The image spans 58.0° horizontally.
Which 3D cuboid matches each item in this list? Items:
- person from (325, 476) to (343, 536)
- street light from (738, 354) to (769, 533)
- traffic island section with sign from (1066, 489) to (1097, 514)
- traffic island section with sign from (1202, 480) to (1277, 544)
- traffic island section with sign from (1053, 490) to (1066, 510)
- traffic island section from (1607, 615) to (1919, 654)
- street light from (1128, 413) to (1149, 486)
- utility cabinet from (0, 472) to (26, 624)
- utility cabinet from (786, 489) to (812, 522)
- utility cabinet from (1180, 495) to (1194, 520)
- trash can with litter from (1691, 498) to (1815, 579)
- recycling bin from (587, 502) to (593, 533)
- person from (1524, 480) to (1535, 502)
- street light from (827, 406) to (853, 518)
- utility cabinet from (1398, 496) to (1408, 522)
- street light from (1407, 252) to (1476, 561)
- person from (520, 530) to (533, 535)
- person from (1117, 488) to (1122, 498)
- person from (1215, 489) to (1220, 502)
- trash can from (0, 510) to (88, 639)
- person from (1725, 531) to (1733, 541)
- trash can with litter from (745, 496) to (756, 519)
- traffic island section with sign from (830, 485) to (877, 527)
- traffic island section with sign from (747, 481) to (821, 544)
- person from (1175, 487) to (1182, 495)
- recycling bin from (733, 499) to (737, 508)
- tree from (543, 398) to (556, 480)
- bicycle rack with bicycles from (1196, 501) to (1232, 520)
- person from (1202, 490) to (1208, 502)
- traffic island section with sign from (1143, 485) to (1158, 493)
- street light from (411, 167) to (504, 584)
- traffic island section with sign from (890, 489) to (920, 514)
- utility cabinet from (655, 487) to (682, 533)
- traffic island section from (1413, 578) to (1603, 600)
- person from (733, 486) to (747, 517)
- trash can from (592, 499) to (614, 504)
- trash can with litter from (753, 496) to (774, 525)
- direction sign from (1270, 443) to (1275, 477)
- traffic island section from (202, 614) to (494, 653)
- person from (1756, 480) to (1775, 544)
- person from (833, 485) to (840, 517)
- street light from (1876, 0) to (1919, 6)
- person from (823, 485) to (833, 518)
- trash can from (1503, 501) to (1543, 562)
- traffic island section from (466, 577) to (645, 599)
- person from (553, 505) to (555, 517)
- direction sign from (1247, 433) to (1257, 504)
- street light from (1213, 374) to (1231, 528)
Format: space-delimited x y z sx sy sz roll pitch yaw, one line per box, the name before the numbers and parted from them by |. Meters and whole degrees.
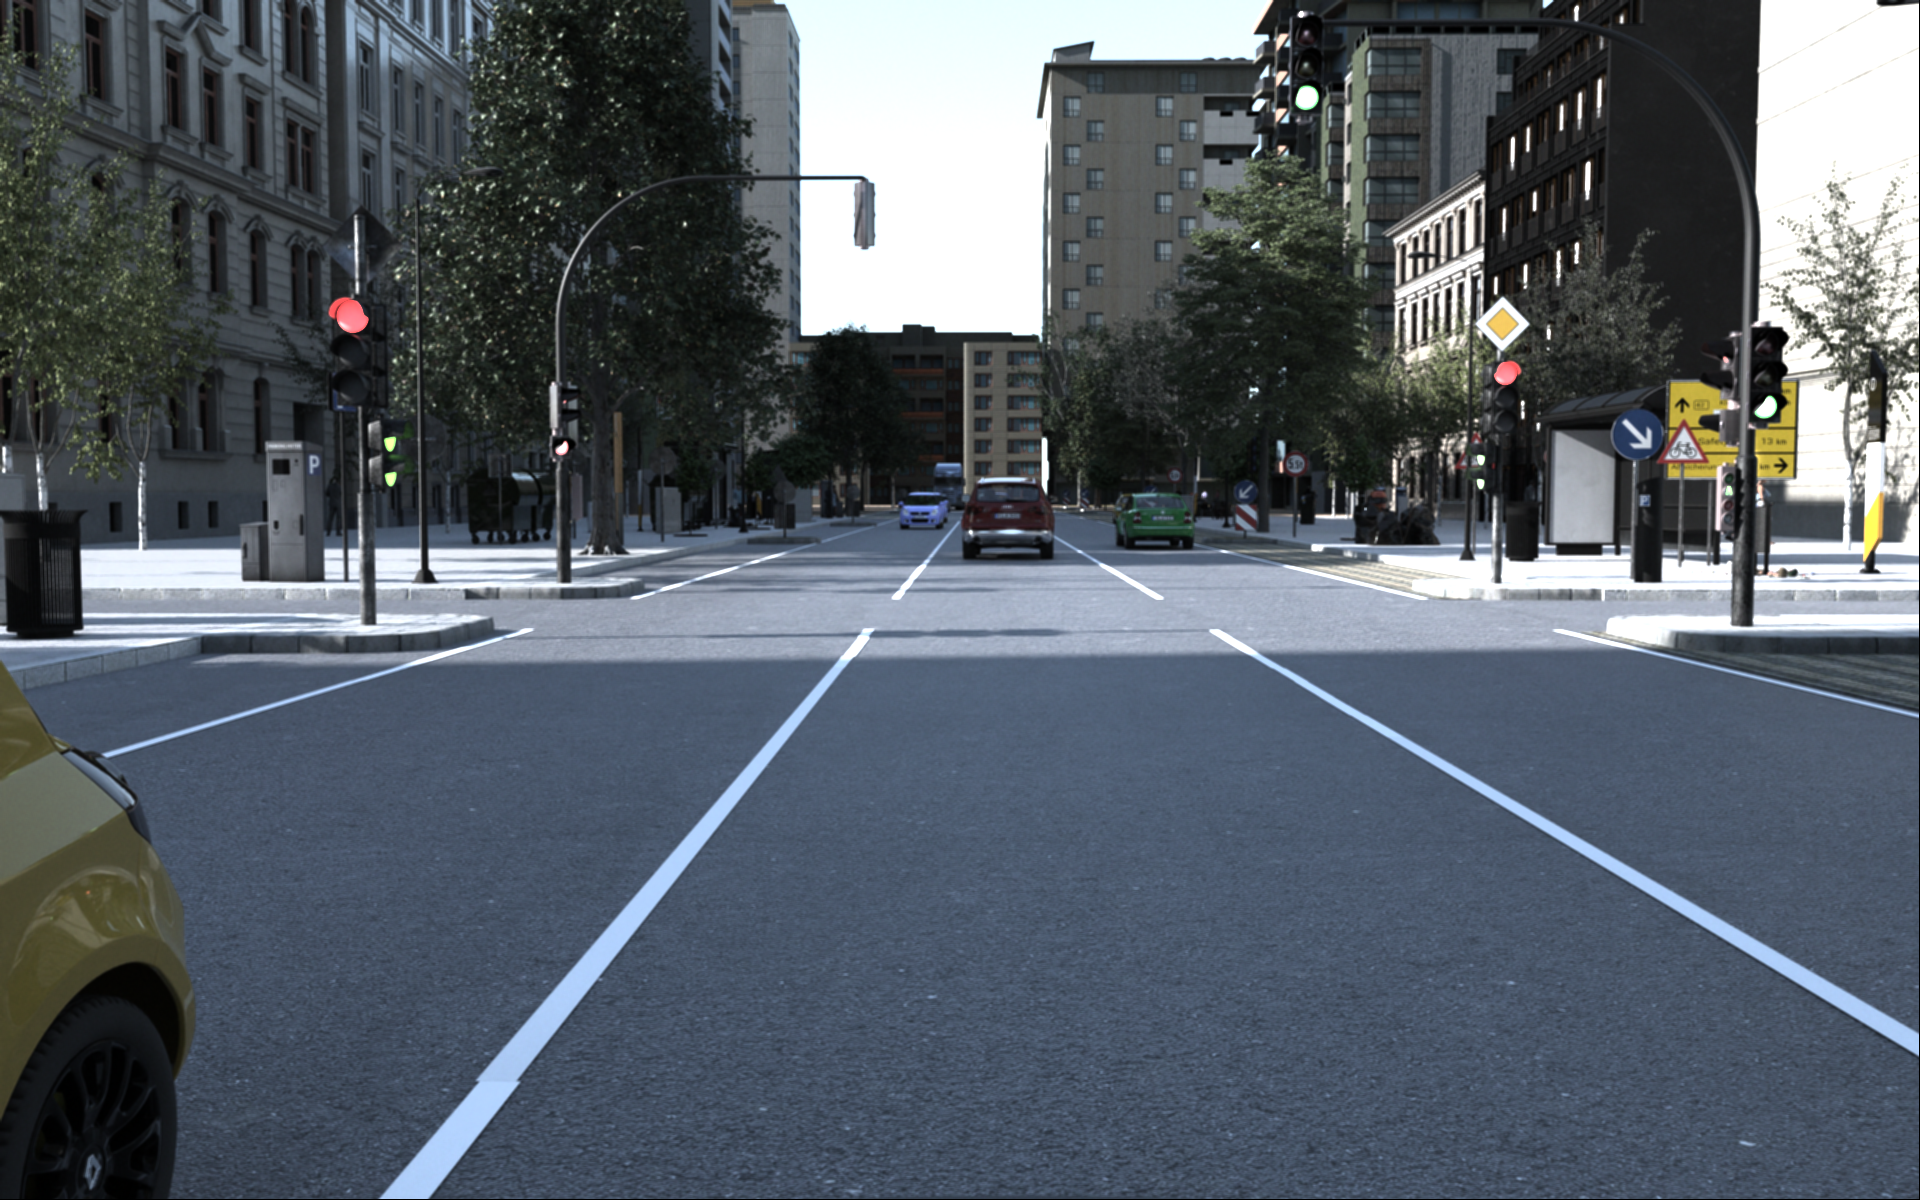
person | -19.114 -2.885 53.026 0.655 1.846 0.447 0 4 5
street light | -6.662 -5.193 57.452 1.470 5.913 1.316 0 4 1
traffic island section with sign | 9.013 -7.250 127.161 1.989 1.847 2.006 0 4 1
traffic island section with sign | 8.038 -2.534 50.055 1.989 1.847 2.006 0 4 1
traffic island section with sign | 9.371 -8.946 154.901 1.989 1.847 2.006 0 4 1
traffic island section | 7.609 0.332 16.845 2.009 0.180 2.903 0 4 1
street light | 10.176 -7.715 98.682 1.470 5.913 1.316 0 4 1
utility cabinet | -9.686 -0.526 17.275 1.173 1.500 0.318 3 5 40
utility cabinet | -7.245 -4.222 77.702 1.173 1.500 0.318 0 4 -1
utility cabinet | 10.942 -4.485 84.491 0.306 1.237 1.020 -3 5 -44
trash can with litter | 12.631 -0.989 27.230 1.678 1.210 2.233 0 4 5
recycling bin | -12.031 -2.760 57.674 0.722 1.027 0.722 -1 4 -16
person | 22.213 -3.749 67.437 0.850 1.850 0.679 0 4 5
street light | -6.305 -7.243 90.964 1.470 5.913 1.316 0 4 1
utility cabinet | 13.714 -2.597 53.621 0.306 1.237 1.020 1 4 13
street light | 9.268 -3.718 33.333 1.470 5.913 1.316 0 4 1
person | -13.651 -2.946 54.396 0.537 1.800 0.526 2 4 28
person | 15.161 -9.650 163.911 0.705 1.814 1.350 -1 4 -9
person | 25.038 -9.915 168.880 0.721 1.743 1.217 2 4 28
trash can | -8.213 -0.237 15.522 0.748 1.137 0.748 0 3 0
person | 21.282 -2.494 47.095 0.850 1.792 0.678 1 4 19
trash can with litter | -10.829 -4.791 89.716 0.624 1.170 1.055 0 4 7
traffic island section with sign | -4.736 -4.206 77.392 1.989 1.847 2.006 0 4 1
traffic island section with sign | -5.077 -2.553 50.376 1.989 1.847 2.006 0 4 1
person | 13.892 -6.299 109.559 1.217 1.766 0.721 3 4 37
recycling bin | -11.069 -4.271 82.390 0.722 1.027 0.722 3 5 45
tree | -16.834 -6.868 62.660 4.737 8.622 4.395 0 3 0
bicycle rack with bicycles | 12.543 -4.531 87.467 2.852 0.926 2.925 2 4 25
person | 25.419 -10.479 179.696 0.709 1.838 0.599 0 4 4
traffic island section with sign | 8.390 -4.229 77.774 1.989 1.847 2.006 0 4 1
street light | -7.176 -3.195 24.779 1.470 5.913 1.316 0 4 1
traffic island section with sign | -4.118 -7.225 126.751 1.989 1.847 2.006 0 4 1
utility cabinet | -9.471 -2.914 56.330 0.318 1.500 1.173 1 4 20
traffic island section | 7.711 -0.156 24.829 2.009 0.180 2.903 0 4 1
person | -10.584 -4.724 83.306 0.660 1.820 0.620 0 4 -8
trash can | -10.533 -2.425 51.300 0.748 1.137 0.748 0 3 0
trash can with litter | -7.850 -3.701 71.575 1.678 1.210 2.233 -2 4 -24
direction sign | 13.565 -5.196 76.947 0.876 3.537 0.379 -1 4 -17
traffic island section | -5.831 0.322 17.020 2.009 0.180 2.903 0 4 1
person | 20.278 -2.310 43.914 0.778 1.811 0.616 1 4 19
person | -7.090 -5.595 97.610 0.616 1.811 0.778 2 4 24
street light | 9.154 -2.666 16.136 1.470 5.913 1.316 0 4 1
person | -7.024 -5.270 92.621 0.576 1.772 0.534 1 4 22
trash can | 10.734 -1.310 33.066 0.748 1.137 0.748 0 3 0
traffic island section | -5.730 -0.167 25.004 2.009 0.180 2.903 0 4 1
person | -16.925 -4.002 71.504 0.581 1.822 0.654 0 4 -1
direction sign | 10.778 -4.405 64.024 0.379 3.537 0.876 -1 4 -12
street light | 9.640 -5.717 66.008 1.470 5.913 1.316 0 4 1
